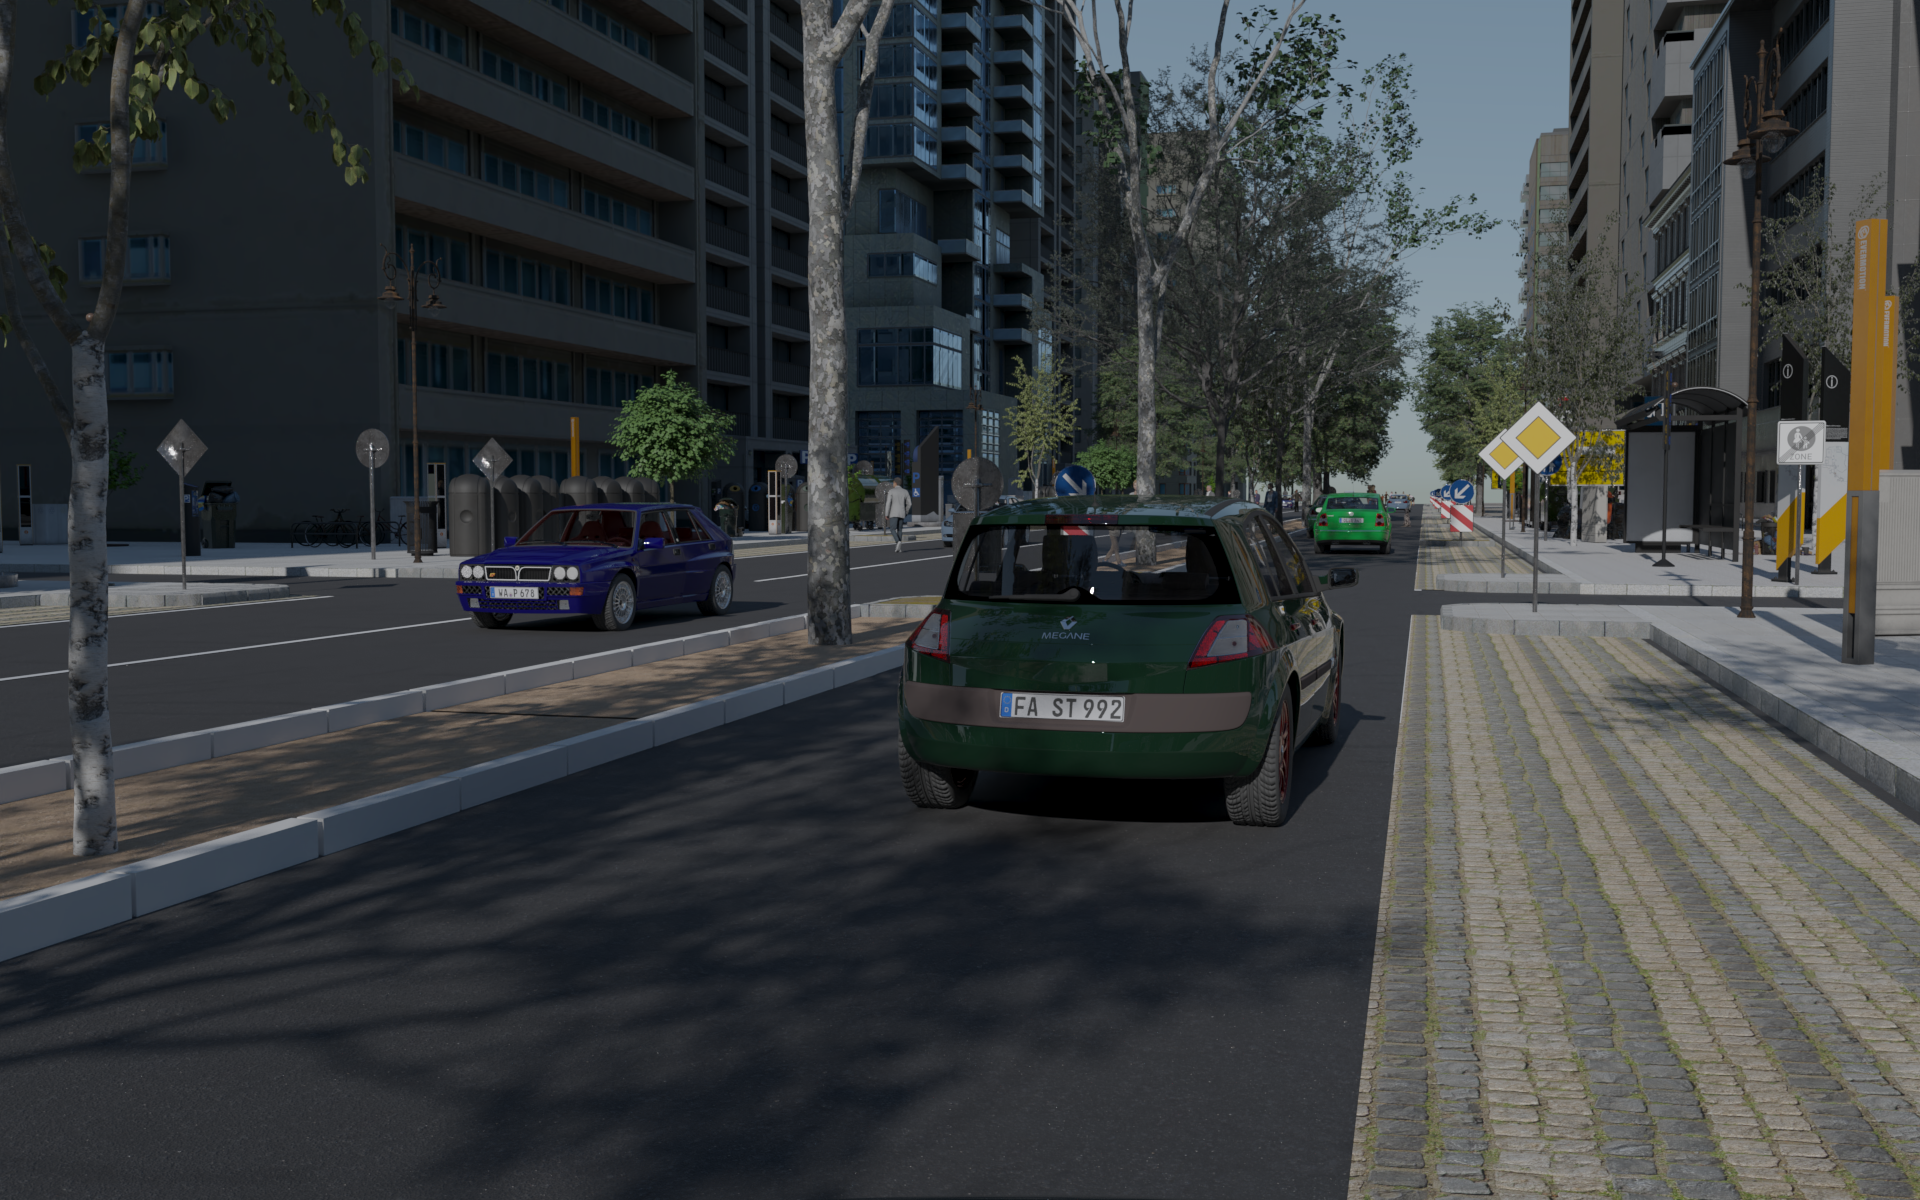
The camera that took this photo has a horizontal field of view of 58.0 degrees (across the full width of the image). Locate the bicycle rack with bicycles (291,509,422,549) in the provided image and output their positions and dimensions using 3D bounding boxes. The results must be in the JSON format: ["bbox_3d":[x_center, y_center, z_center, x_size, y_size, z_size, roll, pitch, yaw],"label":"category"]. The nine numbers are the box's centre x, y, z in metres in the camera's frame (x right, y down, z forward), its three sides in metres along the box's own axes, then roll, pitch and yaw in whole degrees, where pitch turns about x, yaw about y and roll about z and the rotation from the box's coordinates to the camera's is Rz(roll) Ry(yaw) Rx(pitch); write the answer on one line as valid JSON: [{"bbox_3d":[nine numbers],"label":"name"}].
[{"bbox_3d":[-14.917,-1.746,41.928,2.925,0.926,2.852,1,4,16],"label":"bicycle rack with bicycles"}]

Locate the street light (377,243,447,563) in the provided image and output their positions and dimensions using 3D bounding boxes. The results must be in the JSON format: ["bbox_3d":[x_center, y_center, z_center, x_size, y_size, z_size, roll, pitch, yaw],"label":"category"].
[{"bbox_3d":[-10.120,-3.631,32.159,0.468,5.910,1.993,1,4,15],"label":"street light"}]

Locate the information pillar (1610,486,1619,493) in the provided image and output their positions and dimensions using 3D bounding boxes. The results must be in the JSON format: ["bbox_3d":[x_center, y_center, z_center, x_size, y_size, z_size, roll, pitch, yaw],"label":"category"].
[{"bbox_3d":[31.658,-4.854,83.849,0.304,2.012,0.304,-1,4,-13],"label":"information pillar"}]

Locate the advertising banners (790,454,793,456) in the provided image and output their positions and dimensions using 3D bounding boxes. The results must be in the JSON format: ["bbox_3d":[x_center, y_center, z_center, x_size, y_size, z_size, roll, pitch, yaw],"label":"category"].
[{"bbox_3d":[-7.190,-4.935,76.877,0.090,3.025,2.074,1,4,21],"label":"advertising banners"}]

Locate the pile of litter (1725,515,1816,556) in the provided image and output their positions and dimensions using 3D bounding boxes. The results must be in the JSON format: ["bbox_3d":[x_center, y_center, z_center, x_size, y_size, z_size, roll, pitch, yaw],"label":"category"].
[{"bbox_3d":[17.146,-1.384,36.598,1.176,0.858,1.719,-3,5,-40],"label":"pile of litter"}]

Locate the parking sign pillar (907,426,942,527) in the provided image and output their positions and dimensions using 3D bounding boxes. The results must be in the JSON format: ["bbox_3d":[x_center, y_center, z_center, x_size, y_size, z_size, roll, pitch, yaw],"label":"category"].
[{"bbox_3d":[-1.361,-4.872,68.133,1.447,3.967,1.447,2,4,33],"label":"parking sign pillar"}]

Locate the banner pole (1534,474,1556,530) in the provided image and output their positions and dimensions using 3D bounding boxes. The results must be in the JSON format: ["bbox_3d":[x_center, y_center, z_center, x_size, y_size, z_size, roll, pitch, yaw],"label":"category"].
[{"bbox_3d":[21.089,-4.428,62.414,0.863,3.779,0.401,-1,4,-8],"label":"banner pole"}]

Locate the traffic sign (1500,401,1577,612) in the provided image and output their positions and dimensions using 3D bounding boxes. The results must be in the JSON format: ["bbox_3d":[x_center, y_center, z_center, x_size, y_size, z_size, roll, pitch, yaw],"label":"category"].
[{"bbox_3d":[6.235,-0.923,18.734,0.795,2.450,0.064,1,4,15],"label":"traffic sign"}]

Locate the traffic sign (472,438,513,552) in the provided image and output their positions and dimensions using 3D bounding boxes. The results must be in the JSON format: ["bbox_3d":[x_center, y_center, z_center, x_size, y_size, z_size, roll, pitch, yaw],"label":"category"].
[{"bbox_3d":[-8.346,-1.668,30.920,0.795,2.450,0.064,1,4,15],"label":"traffic sign"}]

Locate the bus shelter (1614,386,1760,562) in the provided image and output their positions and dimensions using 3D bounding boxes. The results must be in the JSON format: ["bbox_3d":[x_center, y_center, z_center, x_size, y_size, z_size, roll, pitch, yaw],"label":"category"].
[{"bbox_3d":[14.591,-2.521,35.139,2.014,3.302,5.546,1,4,15],"label":"bus shelter"}]

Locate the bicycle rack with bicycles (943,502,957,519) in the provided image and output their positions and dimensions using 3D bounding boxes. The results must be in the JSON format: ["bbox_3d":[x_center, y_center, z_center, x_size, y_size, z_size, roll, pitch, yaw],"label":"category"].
[{"bbox_3d":[-1.173,-4.198,82.016,2.852,0.926,2.925,2,4,23],"label":"bicycle rack with bicycles"}]

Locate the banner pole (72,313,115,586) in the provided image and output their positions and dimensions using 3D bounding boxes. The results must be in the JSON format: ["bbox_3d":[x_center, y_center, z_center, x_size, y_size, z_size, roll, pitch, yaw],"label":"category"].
[{"bbox_3d":[-12.002,-2.068,23.834,0.401,3.779,0.863,0,4,-4],"label":"banner pole"}]

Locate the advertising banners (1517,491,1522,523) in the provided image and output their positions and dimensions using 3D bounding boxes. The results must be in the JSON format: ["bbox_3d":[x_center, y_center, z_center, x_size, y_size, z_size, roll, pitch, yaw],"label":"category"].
[{"bbox_3d":[25.905,-4.977,77.566,2.074,3.025,0.090,-1,4,-16],"label":"advertising banners"}]

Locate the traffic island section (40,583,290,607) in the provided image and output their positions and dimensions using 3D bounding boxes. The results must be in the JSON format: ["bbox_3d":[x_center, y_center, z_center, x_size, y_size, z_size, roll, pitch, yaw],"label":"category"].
[{"bbox_3d":[-10.441,-0.061,23.275,2.009,0.180,2.903,1,4,15],"label":"traffic island section"}]

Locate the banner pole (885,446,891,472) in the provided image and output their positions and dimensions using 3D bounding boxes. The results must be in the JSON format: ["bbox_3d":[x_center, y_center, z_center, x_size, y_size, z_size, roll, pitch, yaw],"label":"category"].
[{"bbox_3d":[-3.707,-6.062,89.134,0.401,3.779,0.863,-2,4,-28],"label":"banner pole"}]

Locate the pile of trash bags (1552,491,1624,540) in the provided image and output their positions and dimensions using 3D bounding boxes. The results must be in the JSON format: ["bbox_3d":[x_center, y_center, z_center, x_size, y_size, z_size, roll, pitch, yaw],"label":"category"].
[{"bbox_3d":[18.116,-2.424,49.381,1.912,1.369,3.447,1,4,9],"label":"pile of trash bags"}]

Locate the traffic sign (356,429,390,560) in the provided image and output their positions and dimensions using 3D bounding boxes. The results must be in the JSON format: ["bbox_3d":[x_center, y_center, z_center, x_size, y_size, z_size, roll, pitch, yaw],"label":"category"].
[{"bbox_3d":[-11.463,-2.059,33.777,0.768,2.556,0.104,1,4,17],"label":"traffic sign"}]

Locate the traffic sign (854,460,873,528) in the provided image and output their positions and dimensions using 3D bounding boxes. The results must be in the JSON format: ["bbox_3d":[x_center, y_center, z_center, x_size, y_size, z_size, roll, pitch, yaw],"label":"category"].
[{"bbox_3d":[-3.665,-4.006,65.605,0.768,2.556,0.104,1,4,19],"label":"traffic sign"}]

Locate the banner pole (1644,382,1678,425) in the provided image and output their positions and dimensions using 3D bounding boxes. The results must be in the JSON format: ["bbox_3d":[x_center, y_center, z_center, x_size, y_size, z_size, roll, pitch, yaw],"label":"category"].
[{"bbox_3d":[15.781,-2.993,38.945,0.863,3.779,0.401,2,4,29],"label":"banner pole"}]

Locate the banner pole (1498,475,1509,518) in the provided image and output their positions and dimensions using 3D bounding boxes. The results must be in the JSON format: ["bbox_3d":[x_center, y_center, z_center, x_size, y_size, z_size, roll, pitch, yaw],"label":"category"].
[{"bbox_3d":[28.804,-6.215,91.631,0.863,3.779,0.401,-1,4,-15],"label":"banner pole"}]

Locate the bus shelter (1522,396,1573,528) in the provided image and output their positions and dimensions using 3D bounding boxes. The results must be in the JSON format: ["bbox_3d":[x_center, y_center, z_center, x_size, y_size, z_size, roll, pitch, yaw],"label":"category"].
[{"bbox_3d":[23.252,-5.557,68.482,2.179,5.291,8.768,1,4,15],"label":"bus shelter"}]

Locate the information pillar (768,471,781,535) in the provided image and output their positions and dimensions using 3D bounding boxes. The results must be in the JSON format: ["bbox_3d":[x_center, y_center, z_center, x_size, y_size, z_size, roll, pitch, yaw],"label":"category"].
[{"bbox_3d":[-5.836,-3.064,54.594,0.304,2.012,0.304,2,4,24],"label":"information pillar"}]

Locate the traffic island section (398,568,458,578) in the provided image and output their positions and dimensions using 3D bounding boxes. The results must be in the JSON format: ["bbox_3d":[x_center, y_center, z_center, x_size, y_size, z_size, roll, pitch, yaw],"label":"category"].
[{"bbox_3d":[-8.371,-0.533,30.988,2.009,0.180,2.903,1,4,15],"label":"traffic island section"}]

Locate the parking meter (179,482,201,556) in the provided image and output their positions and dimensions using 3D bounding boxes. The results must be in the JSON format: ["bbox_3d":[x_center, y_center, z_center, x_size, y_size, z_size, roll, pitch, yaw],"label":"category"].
[{"bbox_3d":[-15.926,-1.677,35.832,0.372,1.533,0.369,0,3,0],"label":"parking meter"}]

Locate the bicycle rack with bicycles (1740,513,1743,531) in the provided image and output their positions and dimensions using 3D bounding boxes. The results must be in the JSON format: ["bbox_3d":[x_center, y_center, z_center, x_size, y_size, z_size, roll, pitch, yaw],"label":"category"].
[{"bbox_3d":[26.114,-2.898,60.759,2.852,0.926,2.925,-1,4,-20],"label":"bicycle rack with bicycles"}]

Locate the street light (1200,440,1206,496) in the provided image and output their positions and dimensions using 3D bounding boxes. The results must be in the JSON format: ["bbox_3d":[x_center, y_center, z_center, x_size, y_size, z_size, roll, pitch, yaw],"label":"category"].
[{"bbox_3d":[20.413,-10.568,145.568,0.468,5.910,1.993,1,4,15],"label":"street light"}]

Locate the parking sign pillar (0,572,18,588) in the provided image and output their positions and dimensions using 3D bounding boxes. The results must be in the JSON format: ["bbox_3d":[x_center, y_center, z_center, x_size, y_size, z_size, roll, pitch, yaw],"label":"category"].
[{"bbox_3d":[-13.730,-2.150,23.621,1.447,3.967,1.447,-1,4,-13],"label":"parking sign pillar"}]

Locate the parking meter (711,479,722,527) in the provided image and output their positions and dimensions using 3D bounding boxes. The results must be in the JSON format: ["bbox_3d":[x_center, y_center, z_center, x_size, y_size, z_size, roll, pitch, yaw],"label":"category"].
[{"bbox_3d":[-9.614,-3.832,68.360,0.255,1.863,0.399,2,4,30],"label":"parking meter"}]

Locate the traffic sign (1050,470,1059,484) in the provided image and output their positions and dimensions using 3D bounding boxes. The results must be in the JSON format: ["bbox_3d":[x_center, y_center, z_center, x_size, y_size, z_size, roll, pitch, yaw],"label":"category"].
[{"bbox_3d":[5.298,-5.771,94.352,0.884,2.594,0.081,1,4,18],"label":"traffic sign"}]

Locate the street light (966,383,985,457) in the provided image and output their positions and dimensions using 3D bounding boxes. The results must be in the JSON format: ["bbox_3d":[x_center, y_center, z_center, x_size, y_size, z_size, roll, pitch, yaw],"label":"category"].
[{"bbox_3d":[0.654,-6.077,72.139,0.468,5.910,1.993,1,4,15],"label":"street light"}]

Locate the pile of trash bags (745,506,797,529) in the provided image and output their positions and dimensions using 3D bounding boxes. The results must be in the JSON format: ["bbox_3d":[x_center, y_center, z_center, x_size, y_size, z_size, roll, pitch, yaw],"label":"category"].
[{"bbox_3d":[-6.849,-3.333,64.246,1.912,1.369,3.447,3,4,38],"label":"pile of trash bags"}]

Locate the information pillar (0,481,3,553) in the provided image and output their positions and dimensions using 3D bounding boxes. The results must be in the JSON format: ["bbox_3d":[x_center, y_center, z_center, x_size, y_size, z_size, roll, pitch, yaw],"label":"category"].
[{"bbox_3d":[-20.975,-2.021,37.538,0.304,2.012,0.304,-3,5,-39],"label":"information pillar"}]

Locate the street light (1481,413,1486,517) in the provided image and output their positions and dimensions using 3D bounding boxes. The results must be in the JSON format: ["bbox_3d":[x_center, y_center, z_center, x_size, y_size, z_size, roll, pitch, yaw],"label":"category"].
[{"bbox_3d":[29.672,-7.666,98.132,0.468,5.910,1.993,1,4,15],"label":"street light"}]

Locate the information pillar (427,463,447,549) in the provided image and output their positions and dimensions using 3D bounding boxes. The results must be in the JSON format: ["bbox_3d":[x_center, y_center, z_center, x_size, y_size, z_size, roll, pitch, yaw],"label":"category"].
[{"bbox_3d":[-12.350,-2.226,40.892,0.304,2.012,0.304,2,4,32],"label":"information pillar"}]

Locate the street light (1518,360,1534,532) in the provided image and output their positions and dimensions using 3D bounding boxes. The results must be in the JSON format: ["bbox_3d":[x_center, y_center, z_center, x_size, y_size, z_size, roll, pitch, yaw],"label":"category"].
[{"bbox_3d":[18.944,-5.218,58.100,0.468,5.910,1.993,1,4,15],"label":"street light"}]

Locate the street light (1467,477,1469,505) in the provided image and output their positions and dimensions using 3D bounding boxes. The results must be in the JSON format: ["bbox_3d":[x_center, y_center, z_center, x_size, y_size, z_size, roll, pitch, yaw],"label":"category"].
[{"bbox_3d":[38.670,-9.716,131.639,0.468,5.910,1.993,1,4,15],"label":"street light"}]

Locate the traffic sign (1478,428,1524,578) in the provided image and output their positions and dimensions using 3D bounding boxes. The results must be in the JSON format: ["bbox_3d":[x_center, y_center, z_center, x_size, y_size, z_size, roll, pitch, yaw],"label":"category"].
[{"bbox_3d":[8.305,-1.395,26.447,0.795,2.450,0.064,1,4,15],"label":"traffic sign"}]

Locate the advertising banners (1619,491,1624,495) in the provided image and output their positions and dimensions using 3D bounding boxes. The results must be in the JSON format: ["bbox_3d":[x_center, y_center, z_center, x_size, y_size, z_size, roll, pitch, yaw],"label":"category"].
[{"bbox_3d":[35.918,-6.022,94.647,2.074,3.025,0.090,0,4,-3],"label":"advertising banners"}]

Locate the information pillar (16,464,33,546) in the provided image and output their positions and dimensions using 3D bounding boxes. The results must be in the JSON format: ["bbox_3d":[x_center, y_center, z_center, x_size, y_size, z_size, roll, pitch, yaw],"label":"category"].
[{"bbox_3d":[-23.304,-2.365,43.164,0.304,2.012,0.304,-2,4,-31],"label":"information pillar"}]

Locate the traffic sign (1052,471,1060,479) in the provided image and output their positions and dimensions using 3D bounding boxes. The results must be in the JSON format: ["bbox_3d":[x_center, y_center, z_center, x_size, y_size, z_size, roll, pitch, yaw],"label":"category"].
[{"bbox_3d":[5.509,-5.916,96.829,0.768,2.556,0.104,1,4,17],"label":"traffic sign"}]

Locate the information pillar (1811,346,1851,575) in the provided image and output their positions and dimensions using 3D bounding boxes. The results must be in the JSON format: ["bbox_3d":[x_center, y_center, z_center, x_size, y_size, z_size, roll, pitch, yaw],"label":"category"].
[{"bbox_3d":[13.888,-2.215,27.573,0.504,3.616,0.183,-1,4,-11],"label":"information pillar"}]

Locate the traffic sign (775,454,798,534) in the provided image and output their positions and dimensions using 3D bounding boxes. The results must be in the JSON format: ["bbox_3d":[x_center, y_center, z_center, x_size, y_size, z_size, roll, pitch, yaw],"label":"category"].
[{"bbox_3d":[-5.591,-3.398,55.658,0.768,2.556,0.104,1,4,17],"label":"traffic sign"}]

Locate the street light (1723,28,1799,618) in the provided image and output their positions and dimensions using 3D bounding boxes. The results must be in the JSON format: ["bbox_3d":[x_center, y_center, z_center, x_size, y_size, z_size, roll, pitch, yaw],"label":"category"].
[{"bbox_3d":[8.166,-2.753,17.806,0.468,5.910,1.993,1,4,15],"label":"street light"}]

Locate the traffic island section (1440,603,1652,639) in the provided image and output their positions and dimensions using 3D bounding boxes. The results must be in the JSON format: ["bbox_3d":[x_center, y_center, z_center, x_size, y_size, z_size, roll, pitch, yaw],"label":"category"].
[{"bbox_3d":[6.260,0.213,18.804,2.009,0.180,2.903,1,4,15],"label":"traffic island section"}]

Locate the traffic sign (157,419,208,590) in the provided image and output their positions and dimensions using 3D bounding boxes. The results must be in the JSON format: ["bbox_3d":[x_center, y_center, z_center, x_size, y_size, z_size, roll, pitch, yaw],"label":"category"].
[{"bbox_3d":[-10.417,-1.197,23.207,0.795,2.450,0.064,1,4,15],"label":"traffic sign"}]

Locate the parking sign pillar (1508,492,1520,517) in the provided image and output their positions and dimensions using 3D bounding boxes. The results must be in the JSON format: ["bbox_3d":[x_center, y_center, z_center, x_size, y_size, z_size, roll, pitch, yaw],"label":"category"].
[{"bbox_3d":[31.018,-6.581,96.069,1.447,3.967,1.447,0,4,6],"label":"parking sign pillar"}]

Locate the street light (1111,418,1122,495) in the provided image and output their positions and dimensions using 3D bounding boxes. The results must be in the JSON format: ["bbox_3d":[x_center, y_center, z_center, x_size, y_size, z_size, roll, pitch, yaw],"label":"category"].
[{"bbox_3d":[9.527,-8.122,105.578,0.468,5.910,1.993,1,4,15],"label":"street light"}]

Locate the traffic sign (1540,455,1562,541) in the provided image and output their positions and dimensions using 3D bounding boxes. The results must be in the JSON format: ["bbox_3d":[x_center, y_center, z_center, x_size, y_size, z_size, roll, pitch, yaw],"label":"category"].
[{"bbox_3d":[16.010,-2.885,47.272,0.768,2.556,0.104,1,4,16],"label":"traffic sign"}]

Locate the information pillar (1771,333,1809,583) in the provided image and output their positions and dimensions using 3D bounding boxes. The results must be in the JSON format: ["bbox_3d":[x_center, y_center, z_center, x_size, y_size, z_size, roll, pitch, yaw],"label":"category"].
[{"bbox_3d":[12.037,-2.062,25.064,0.183,3.616,0.504,-1,4,-12],"label":"information pillar"}]

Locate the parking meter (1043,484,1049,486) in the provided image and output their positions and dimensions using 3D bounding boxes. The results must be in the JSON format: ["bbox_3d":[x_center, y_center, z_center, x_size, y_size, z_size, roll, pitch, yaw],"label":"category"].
[{"bbox_3d":[4.887,-5.650,98.083,0.399,1.863,0.255,0,4,1],"label":"parking meter"}]

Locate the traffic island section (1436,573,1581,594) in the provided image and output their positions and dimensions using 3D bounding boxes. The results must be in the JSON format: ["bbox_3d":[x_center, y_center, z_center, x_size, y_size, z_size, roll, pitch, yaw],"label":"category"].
[{"bbox_3d":[8.330,-0.259,26.517,2.009,0.180,2.903,1,4,15],"label":"traffic island section"}]
